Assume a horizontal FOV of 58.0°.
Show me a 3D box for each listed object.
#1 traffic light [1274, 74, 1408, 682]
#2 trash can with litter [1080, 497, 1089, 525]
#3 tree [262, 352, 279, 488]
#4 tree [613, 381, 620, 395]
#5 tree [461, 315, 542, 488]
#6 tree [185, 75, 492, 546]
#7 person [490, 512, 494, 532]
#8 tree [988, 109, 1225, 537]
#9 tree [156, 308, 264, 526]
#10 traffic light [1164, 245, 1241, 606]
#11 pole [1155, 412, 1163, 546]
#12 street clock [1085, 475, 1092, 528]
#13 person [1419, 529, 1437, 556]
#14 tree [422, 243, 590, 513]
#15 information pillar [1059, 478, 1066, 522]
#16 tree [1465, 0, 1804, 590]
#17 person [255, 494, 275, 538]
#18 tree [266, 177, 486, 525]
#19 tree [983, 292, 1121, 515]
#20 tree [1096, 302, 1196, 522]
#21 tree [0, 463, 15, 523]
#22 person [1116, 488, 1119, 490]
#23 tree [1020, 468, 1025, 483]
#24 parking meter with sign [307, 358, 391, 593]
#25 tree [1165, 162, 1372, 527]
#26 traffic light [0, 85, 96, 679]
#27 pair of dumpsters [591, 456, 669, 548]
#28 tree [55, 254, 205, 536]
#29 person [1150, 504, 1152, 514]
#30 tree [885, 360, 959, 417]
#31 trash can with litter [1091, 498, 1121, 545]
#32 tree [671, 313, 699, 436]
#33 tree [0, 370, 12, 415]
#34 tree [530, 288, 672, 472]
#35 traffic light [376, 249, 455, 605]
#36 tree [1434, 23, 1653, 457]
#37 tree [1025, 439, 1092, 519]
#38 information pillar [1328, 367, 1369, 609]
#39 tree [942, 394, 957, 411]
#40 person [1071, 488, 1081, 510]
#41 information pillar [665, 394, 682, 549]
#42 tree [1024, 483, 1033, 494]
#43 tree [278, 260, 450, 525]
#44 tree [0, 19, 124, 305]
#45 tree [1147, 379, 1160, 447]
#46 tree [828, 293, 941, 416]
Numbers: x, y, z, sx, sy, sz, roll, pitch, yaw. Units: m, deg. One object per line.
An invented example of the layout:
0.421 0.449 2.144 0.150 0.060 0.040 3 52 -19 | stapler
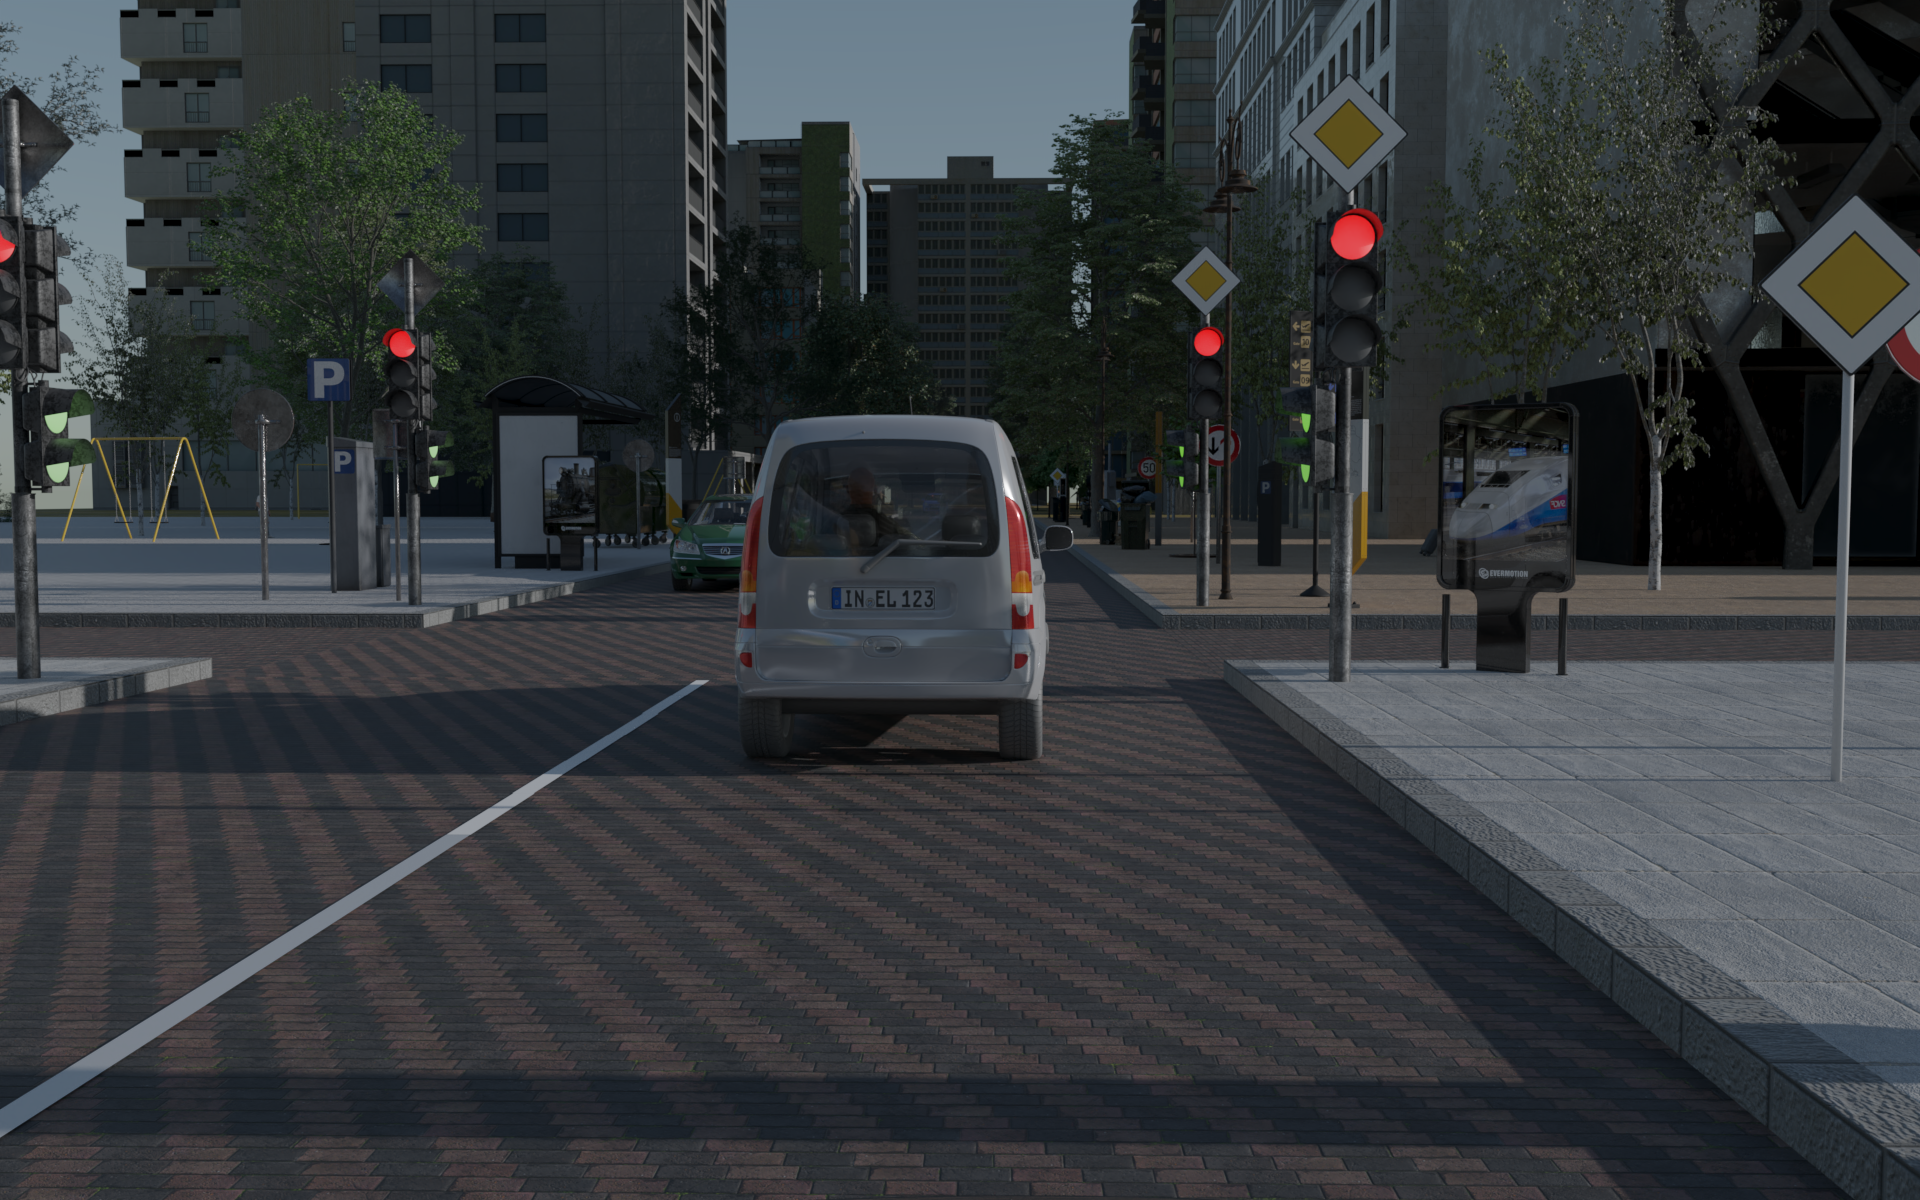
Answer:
2.586 -1.397 11.769 0.839 4.253 0.868 0 4 1 | traffic light
5.450 -3.629 70.716 1.055 1.170 0.624 -1 4 -12 | trash can with litter
-32.936 -8.261 85.436 4.360 8.622 3.978 0 3 0 | tree
-12.602 -8.952 80.776 8.767 10.594 7.601 1 4 9 | tree
-18.867 -7.426 71.779 4.737 8.622 4.395 0 3 0 | tree
-15.376 -7.189 43.293 9.928 11.665 9.643 0 3 0 | tree
-14.828 -3.080 56.365 0.822 1.834 0.622 1 4 15 | person
4.491 -8.175 51.783 7.486 12.596 7.792 0 3 0 | tree
-30.338 -7.302 69.744 4.737 8.622 4.395 0 3 0 | tree
2.765 -1.886 19.752 0.839 4.253 0.868 0 4 1 | traffic light
4.931 -3.004 42.956 0.158 3.312 0.155 0 3 0 | pole
4.941 -3.756 65.981 0.358 2.002 0.471 1 4 12 | street clock
10.285 -1.809 35.830 1.509 1.804 0.699 0 3 0 | person
-23.927 -11.143 88.850 9.857 13.997 8.962 0 3 0 | tree
4.721 -4.586 79.476 0.304 2.012 0.304 0 4 0 | information pillar
9.070 -4.435 22.880 4.360 8.622 3.978 0 3 0 | tree
-20.172 -2.543 50.224 0.523 1.515 0.503 -1 4 -19 | person
-21.104 -8.832 62.525 7.486 12.596 7.792 0 3 0 | tree
5.908 -12.343 108.459 9.857 13.997 8.962 0 3 0 | tree
6.905 -6.845 62.286 4.360 8.622 3.978 0 3 0 | tree
-52.175 -10.714 76.990 18.604 14.587 13.155 -2 4 -32 | tree
6.359 -4.044 71.947 0.755 1.850 0.659 -2 4 -25 | person
5.911 -9.102 132.525 4.285 4.588 4.351 0 3 0 | tree
-8.114 -1.646 23.179 0.543 3.016 1.738 0 4 0 | parking meter with sign
6.946 -5.395 38.570 4.737 8.622 4.395 0 3 0 | tree
-6.473 -1.409 11.955 0.839 4.253 0.868 0 4 1 | traffic light
-8.171 -2.477 42.995 1.574 2.255 4.437 0 4 1 | pair of dumpsters
-25.206 -6.270 52.882 4.360 8.622 3.978 0 3 0 | tree
7.658 -4.223 75.299 0.699 1.804 1.509 -3 5 -43 | person
-4.193 -14.762 151.723 12.009 13.543 11.850 0 3 0 | tree
3.946 -1.969 43.577 0.624 1.170 1.055 -3 5 -42 | trash can with litter
-11.897 -7.204 68.155 4.360 8.622 3.978 0 3 0 | tree
-33.563 -6.628 58.728 4.737 8.622 4.395 0 3 0 | tree
-13.442 -6.872 62.713 4.360 8.622 3.978 0 3 0 | tree
-6.294 -1.897 19.938 0.839 4.253 0.868 0 4 1 | traffic light
9.131 -4.742 27.891 4.737 8.622 4.395 0 3 0 | tree
6.171 -6.983 97.878 4.285 4.588 4.351 0 3 0 | tree
4.372 -1.714 19.381 0.183 3.616 0.504 -2 4 -27 | information pillar
-4.624 -15.822 165.338 9.857 13.997 8.962 0 3 0 | tree
9.786 -8.378 143.164 1.348 1.807 0.705 1 4 13 | person
-6.659 -2.996 40.340 0.183 3.616 0.504 2 4 30 | information pillar
6.542 -10.552 167.126 1.663 3.219 1.824 0 3 0 | tree
-18.609 -6.416 55.265 4.360 8.622 3.978 0 3 0 | tree
-19.803 -7.279 29.384 12.009 13.543 11.850 0 3 0 | tree
9.579 -7.116 66.717 4.737 8.622 4.395 0 3 0 | tree
-5.898 -12.515 111.282 9.857 13.997 8.962 0 3 0 | tree
